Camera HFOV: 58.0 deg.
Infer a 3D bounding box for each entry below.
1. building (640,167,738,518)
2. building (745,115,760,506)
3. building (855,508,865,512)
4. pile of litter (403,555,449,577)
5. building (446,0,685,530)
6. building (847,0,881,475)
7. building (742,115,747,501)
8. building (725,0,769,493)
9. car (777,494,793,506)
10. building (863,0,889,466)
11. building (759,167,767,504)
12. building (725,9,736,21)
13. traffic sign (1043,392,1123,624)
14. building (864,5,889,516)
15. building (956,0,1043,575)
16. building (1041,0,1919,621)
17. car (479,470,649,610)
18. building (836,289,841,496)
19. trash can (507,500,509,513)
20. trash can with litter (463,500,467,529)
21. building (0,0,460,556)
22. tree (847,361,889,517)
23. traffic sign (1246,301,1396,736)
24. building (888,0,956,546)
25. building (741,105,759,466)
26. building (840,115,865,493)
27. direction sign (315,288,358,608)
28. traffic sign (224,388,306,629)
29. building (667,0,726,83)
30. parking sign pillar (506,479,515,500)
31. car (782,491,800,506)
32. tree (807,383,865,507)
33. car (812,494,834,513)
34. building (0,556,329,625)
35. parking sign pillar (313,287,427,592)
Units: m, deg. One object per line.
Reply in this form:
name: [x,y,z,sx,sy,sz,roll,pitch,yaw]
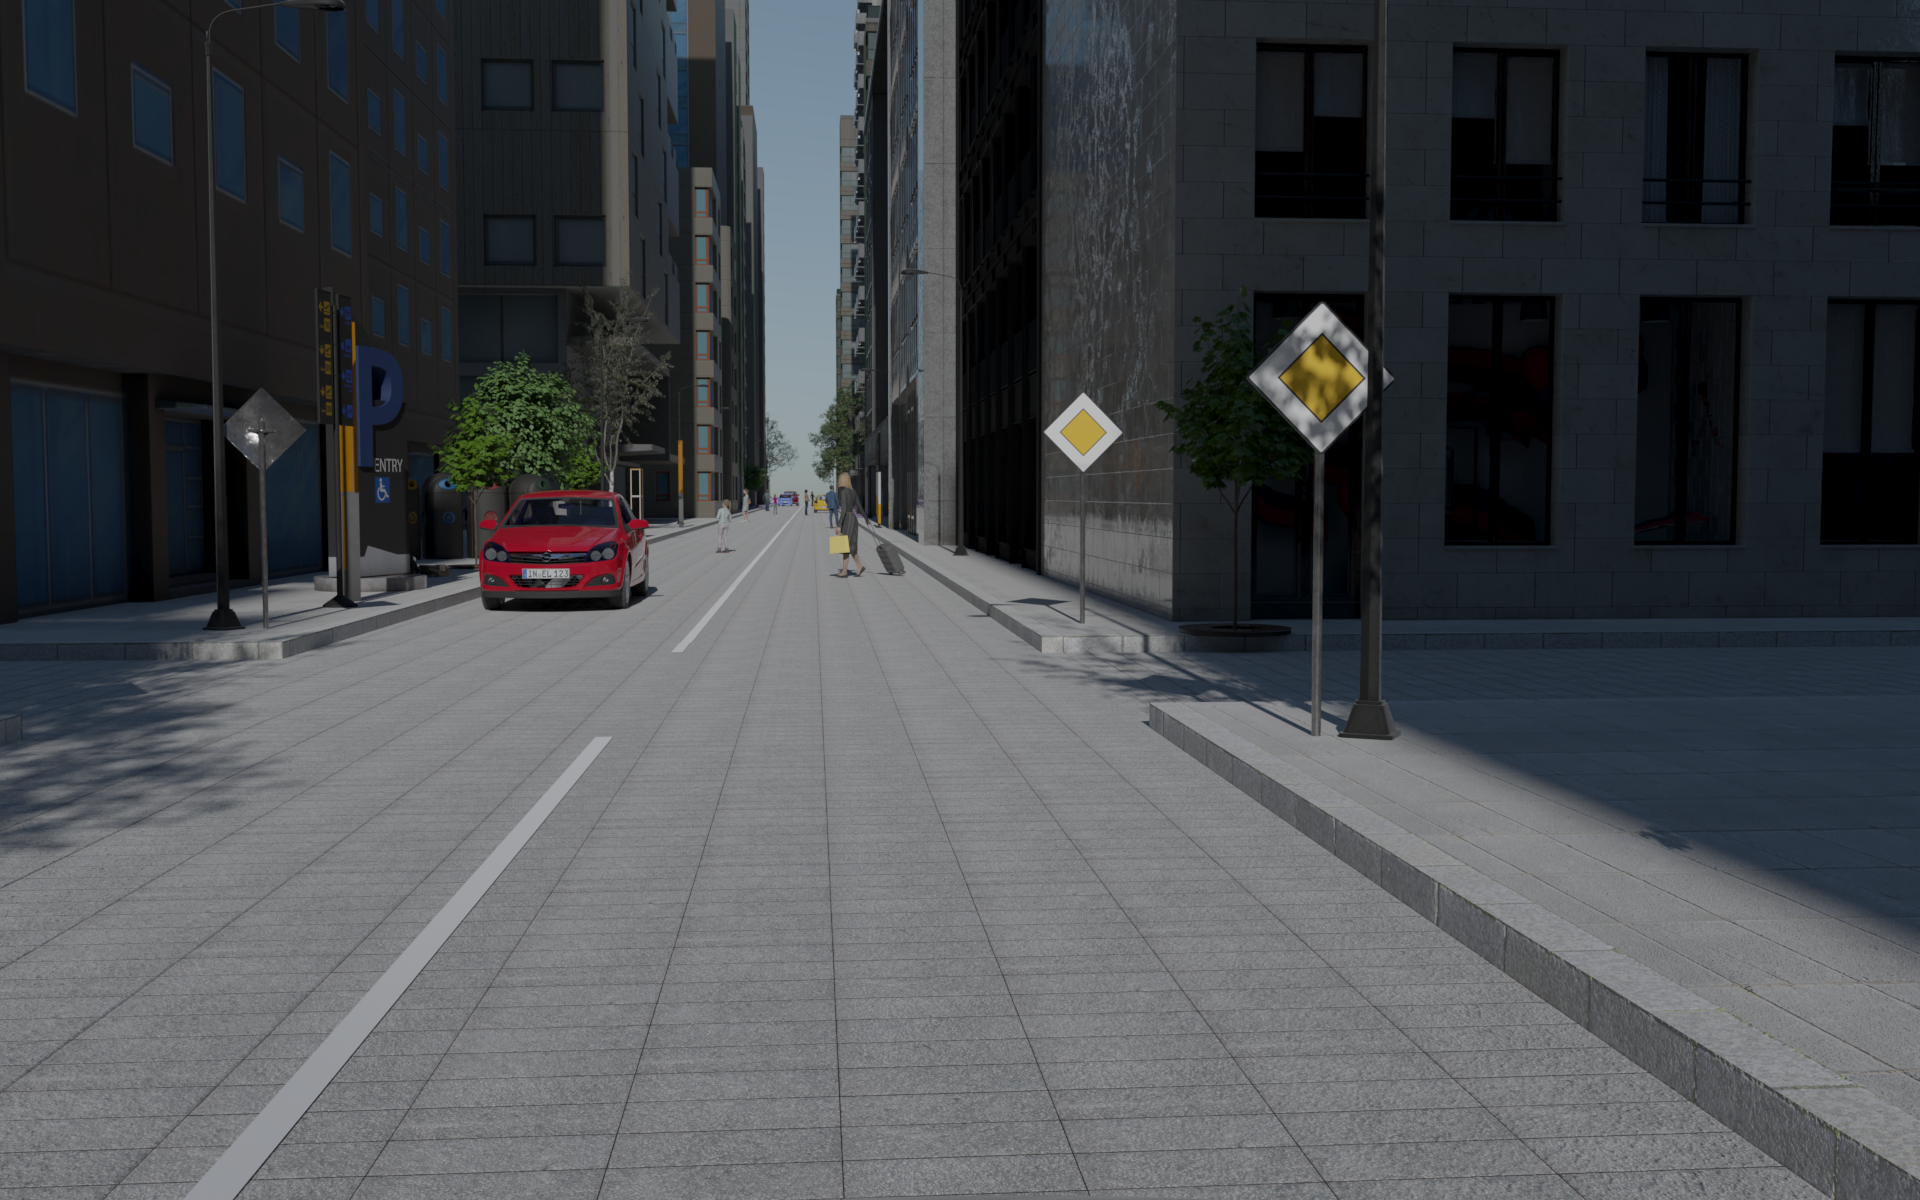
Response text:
building: [-28.115,-15.914,105.230,27.650,21.520,28.899,0,4,-5]
building: [-28.690,-30.433,181.169,14.154,41.232,14.086,0,4,-5]
building: [8.560,-26.588,126.597,32.217,40.220,23.993,0,4,-5]
pile of litter: [-8.675,-0.815,27.296,1.176,0.858,1.719,-2,4,-25]
building: [-26.188,-29.540,72.214,28.713,52.752,27.495,0,4,-5]
building: [1.968,-32.626,153.039,23.786,49.044,30.456,0,4,-5]
building: [-26.841,-28.841,155.149,14.154,41.232,14.086,0,4,-5]
building: [-35.516,-48.181,226.015,20.563,71.187,20.611,0,4,-5]
car: [-20.675,-11.944,204.878,1.945,1.707,3.694,0,4,-5]
building: [3.250,-15.816,77.657,14.314,24.678,30.058,0,4,-5]
building: [-30.848,-32.193,209.948,14.154,41.232,14.086,0,4,-5]
building: [-25.434,-27.986,141.158,14.154,41.232,14.086,0,4,-5]
traffic sign: [1.208,-0.822,17.084,0.795,2.450,0.064,0,4,-5]
building: [1.046,-20.518,107.172,14.160,30.474,14.107,0,4,-5]
building: [6.689,-12.560,35.036,12.332,23.373,15.834,0,4,-5]
building: [10.071,-10.270,22.663,16.860,20.320,10.420,0,4,-5]
car: [-5.150,-0.844,22.846,2.155,1.783,4.494,0,4,-5]
building: [-10.427,-28.878,243.850,14.160,30.474,14.107,0,4,-5]
trash can: [-11.576,-1.934,43.272,0.748,1.137,0.748,0,3,0]
trash can with litter: [-12.146,-2.013,44.304,1.055,1.170,0.624,-2,4,-28]
building: [-21.506,-24.087,43.941,14.600,45.320,14.200,0,4,-5]
tree: [-4.284,-8.871,95.399,4.360,8.622,3.978,0,3,0]
traffic sign: [1.887,-0.335,9.128,0.795,2.450,0.064,0,4,-5]
building: [4.248,-14.353,52.700,12.078,24.808,19.932,0,4,-5]
building: [-29.900,-33.344,195.281,14.600,45.320,14.200,0,4,-5]
building: [-6.169,-31.012,190.647,14.154,41.232,14.086,0,4,-5]
direction sign: [-7.045,-1.687,19.581,0.379,3.537,0.876,0,4,4]
traffic sign: [-6.610,-0.783,16.440,0.795,2.450,0.064,0,4,-5]
building: [-24.325,-29.132,126.413,14.600,45.320,14.200,0,4,-5]
parking sign pillar: [-15.498,-4.227,57.584,1.447,3.967,1.447,0,4,6]
car: [-20.541,-12.296,209.709,2.281,1.827,5.304,0,4,-4]
tree: [-11.100,-15.967,178.062,9.611,12.733,9.660,0,3,0]
car: [-10.332,-7.485,132.598,2.015,1.641,3.980,0,4,-4]
building: [-16.448,-22.690,21.089,14.600,45.320,14.200,0,4,-5]
parking sign pillar: [-7.948,-2.127,23.249,1.447,3.967,1.447,1,4,14]
